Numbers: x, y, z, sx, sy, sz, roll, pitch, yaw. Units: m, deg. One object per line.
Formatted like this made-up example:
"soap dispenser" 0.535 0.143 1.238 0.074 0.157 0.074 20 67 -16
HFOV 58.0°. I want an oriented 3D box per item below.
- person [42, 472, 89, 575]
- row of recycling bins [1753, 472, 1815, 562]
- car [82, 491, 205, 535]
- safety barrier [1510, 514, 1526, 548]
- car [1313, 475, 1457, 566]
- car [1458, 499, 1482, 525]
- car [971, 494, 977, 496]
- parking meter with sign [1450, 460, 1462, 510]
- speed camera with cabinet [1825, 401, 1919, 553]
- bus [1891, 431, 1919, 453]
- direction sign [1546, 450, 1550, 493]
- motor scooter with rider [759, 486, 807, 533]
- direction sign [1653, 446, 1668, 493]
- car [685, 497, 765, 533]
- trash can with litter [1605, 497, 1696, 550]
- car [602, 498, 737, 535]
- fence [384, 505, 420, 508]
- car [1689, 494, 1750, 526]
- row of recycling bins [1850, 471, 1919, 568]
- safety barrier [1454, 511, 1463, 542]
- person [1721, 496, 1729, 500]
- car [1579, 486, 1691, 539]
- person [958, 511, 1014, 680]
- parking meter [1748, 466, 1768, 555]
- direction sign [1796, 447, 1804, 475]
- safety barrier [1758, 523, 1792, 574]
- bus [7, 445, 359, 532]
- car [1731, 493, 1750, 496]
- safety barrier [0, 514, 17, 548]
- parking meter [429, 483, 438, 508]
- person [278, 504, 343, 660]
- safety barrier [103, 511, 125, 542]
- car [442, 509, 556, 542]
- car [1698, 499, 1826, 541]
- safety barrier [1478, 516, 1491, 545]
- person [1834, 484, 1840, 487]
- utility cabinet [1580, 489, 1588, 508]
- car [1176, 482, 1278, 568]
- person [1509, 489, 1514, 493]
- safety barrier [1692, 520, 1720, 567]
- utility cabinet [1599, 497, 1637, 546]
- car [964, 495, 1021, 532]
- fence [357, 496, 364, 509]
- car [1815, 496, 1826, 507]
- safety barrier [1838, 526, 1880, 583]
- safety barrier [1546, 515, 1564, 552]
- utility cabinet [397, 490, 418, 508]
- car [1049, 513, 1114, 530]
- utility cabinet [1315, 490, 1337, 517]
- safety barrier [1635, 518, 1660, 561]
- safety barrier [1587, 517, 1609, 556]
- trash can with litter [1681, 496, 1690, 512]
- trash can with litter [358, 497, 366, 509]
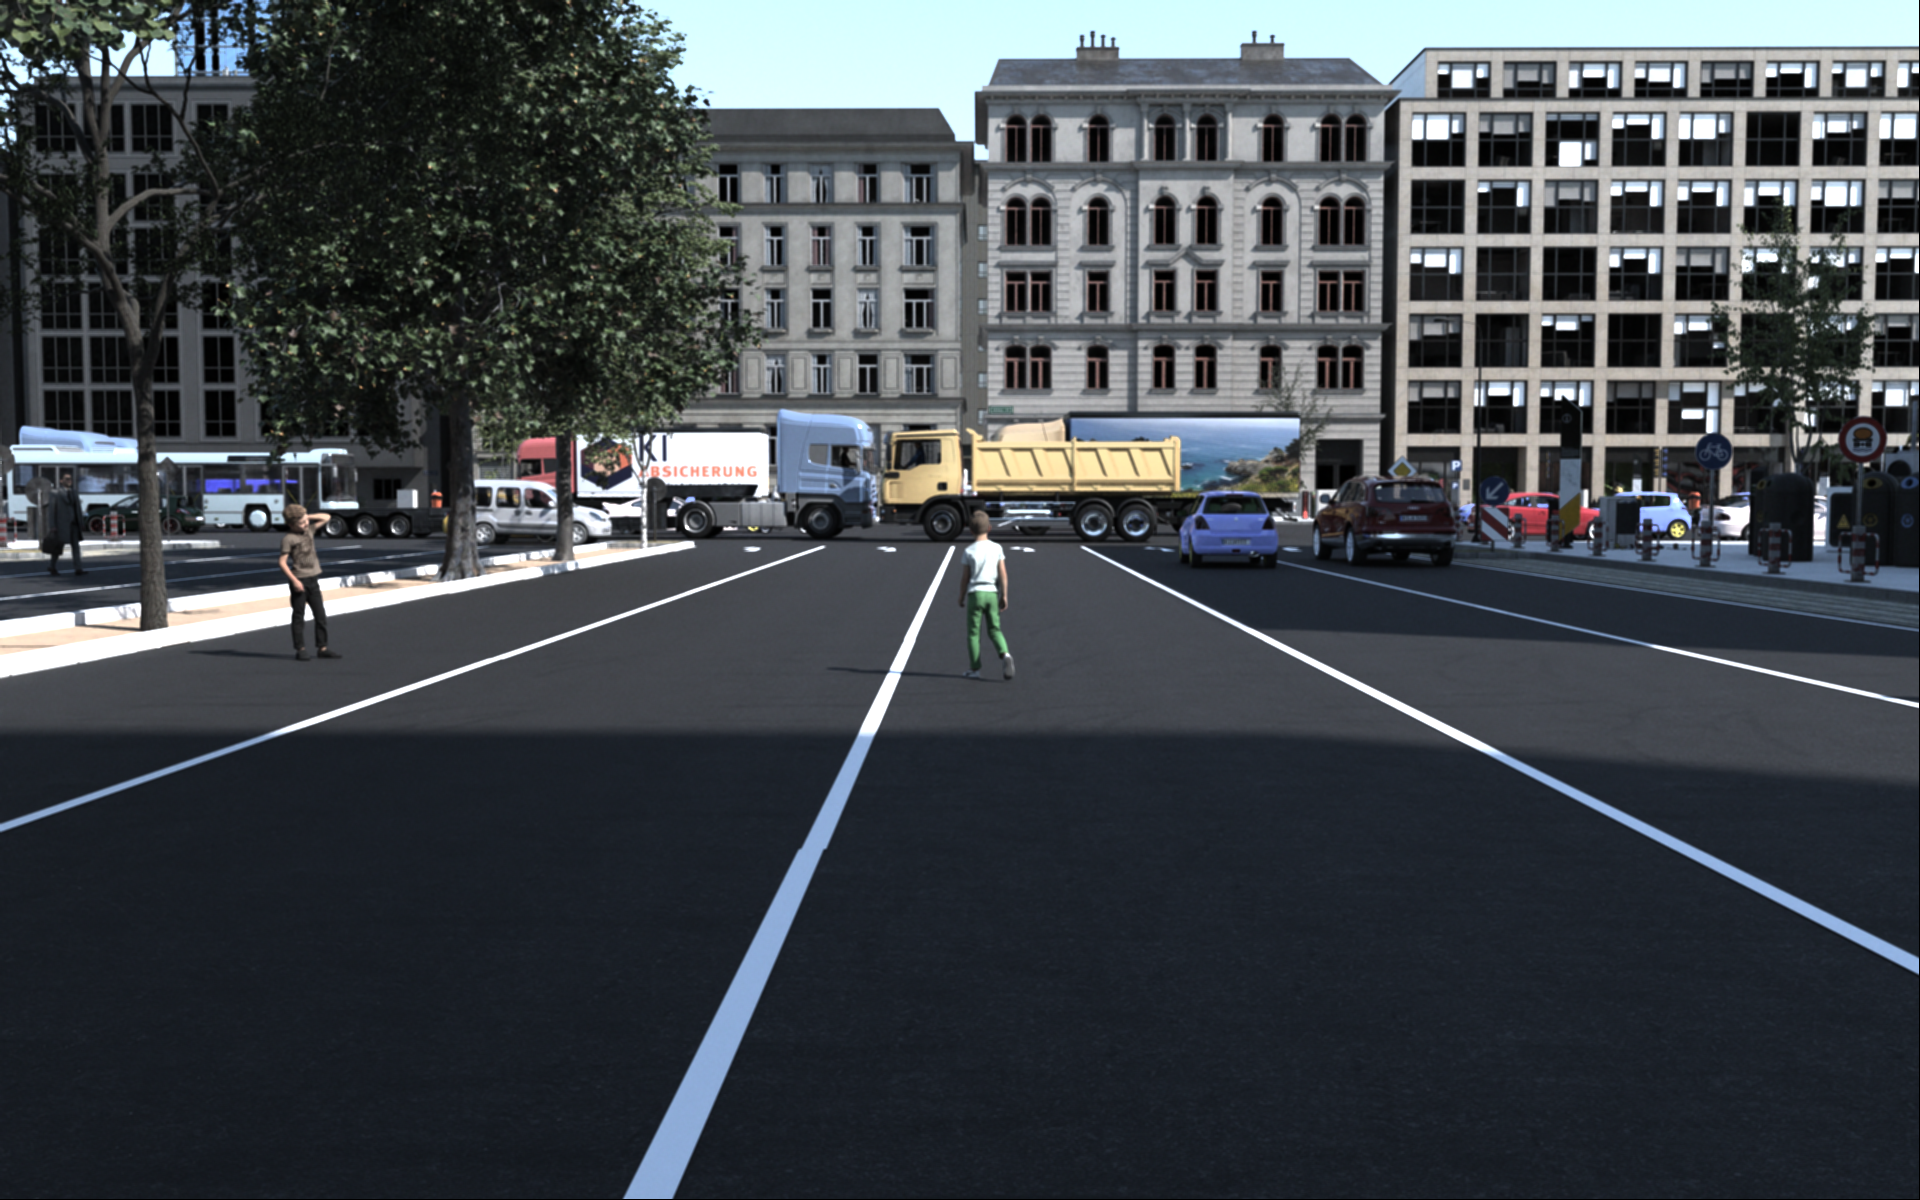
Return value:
"person" -15.790 -1.346 30.605 0.767 1.812 0.694 2 4 27
"row of recycling bins" 16.396 -1.669 34.403 1.069 1.692 3.534 1 4 21
"car" -29.175 -3.181 61.803 4.222 1.686 2.009 0 4 0
"safety barrier" 13.207 -1.634 40.994 0.300 0.817 1.120 0 4 1
"car" 8.801 -1.684 36.211 2.281 1.827 5.304 0 4 0
"car" 24.678 -4.277 79.524 3.694 1.707 1.945 0 4 -1
"car" 2.217 -4.212 77.909 4.494 1.783 2.155 0 4 1
"parking meter with sign" 25.334 -5.651 88.649 0.543 3.016 1.738 1 4 19
"speed camera with cabinet" 19.789 -2.633 37.378 0.660 3.252 2.038 -2 4 -27
"bus" 33.153 -3.777 53.295 2.896 3.916 12.252 0 4 0
"direction sign" 30.596 -6.008 90.232 0.379 3.537 0.876 2 4 28
"motor scooter with rider" -6.401 -3.299 62.905 1.986 1.779 0.876 0 4 -1
"direction sign" 33.336 -5.535 82.501 0.876 3.537 0.379 -1 4 -22
"car" -8.772 -3.400 65.179 3.694 1.707 1.945 0 4 0
"trash can with litter" 15.946 -1.784 40.231 2.233 1.210 1.678 1 4 15
"car" -10.337 -3.017 61.695 4.827 1.381 2.083 0 4 2
"fence" -31.016 -4.951 96.318 2.069 0.683 0.278 -3 4 -37
"car" 33.026 -3.889 73.379 4.222 1.686 2.009 0 4 -1
"row of recycling bins" 16.974 -1.396 29.941 1.069 1.692 3.534 -1 4 -19
"safety barrier" 13.258 -1.957 46.272 0.300 0.817 1.120 0 4 1
"person" 33.024 -3.816 74.793 0.435 1.345 0.340 3 5 42
"car" 21.435 -2.813 55.581 3.694 1.707 1.945 0 4 -1
"person" 0.202 -0.037 13.349 0.306 1.304 0.590 -2 4 -32
"parking meter" 16.859 -1.888 36.574 0.255 1.863 0.399 3 5 43
"direction sign" 40.606 -5.615 83.805 0.379 3.537 0.876 0 4 6
"safety barrier" 13.070 -0.827 27.789 0.300 0.817 1.120 0 4 1
"bus" -28.962 -4.338 65.790 13.247 3.499 2.948 0 4 2
"car" 35.216 -4.034 75.543 3.694 1.707 1.945 0 4 2
"safety barrier" -22.721 -1.641 41.112 0.300 0.817 1.120 0 4 1
"parking meter" -28.496 -5.385 93.763 0.255 1.863 0.399 2 4 24
"person" -5.625 -0.158 14.990 0.340 1.345 0.435 1 4 20
"safety barrier" -22.671 -1.966 46.417 0.300 0.817 1.120 0 4 1
"car" -13.559 -2.579 52.388 3.980 1.641 2.015 0 4 0
"car" 23.384 -2.227 48.780 4.827 1.381 2.083 0 4 2
"safety barrier" 13.233 -1.796 43.636 0.300 0.817 1.120 0 4 1
"person" 31.179 -3.242 61.683 0.511 1.800 0.466 0 4 -6
"utility cabinet" 29.814 -4.543 82.963 0.318 1.500 1.173 2 4 29
"car" 5.369 -1.551 34.952 1.945 1.707 3.694 0 4 2
"person" 18.387 -2.908 57.859 0.589 1.601 0.330 1 4 10
"safety barrier" 13.101 -0.988 30.428 0.300 0.817 1.120 0 4 1
"utility cabinet" 16.285 -1.939 42.868 1.020 1.237 0.306 -2 4 -28
"car" 0.868 -3.476 65.873 4.494 1.783 2.155 0 4 -1
"fence" -30.113 -4.561 85.779 0.480 1.192 2.264 1 4 13
"car" 31.194 -3.204 64.749 4.827 1.381 2.083 0 4 -1
"safety barrier" 13.046 -0.665 25.153 0.300 0.817 1.120 0 4 1
"safety barrier" 13.179 -1.473 38.358 0.300 0.817 1.120 0 4 1
"utility cabinet" -27.806 -4.800 87.164 1.173 1.500 0.318 2 4 32
"car" 4.671 -3.696 69.464 4.494 1.783 2.155 0 4 2
"utility cabinet" 18.268 -4.734 86.086 1.173 1.500 0.318 -1 4 -16
"safety barrier" 13.123 -1.150 33.071 0.300 0.817 1.120 0 4 1
"safety barrier" 13.155 -1.312 35.722 0.300 0.817 1.120 0 4 1
"trash can with litter" 38.905 -5.011 93.310 0.624 1.170 1.055 -1 4 -12
"trash can with litter" -31.730 -4.935 92.075 0.624 1.170 1.055 -3 4 -37
